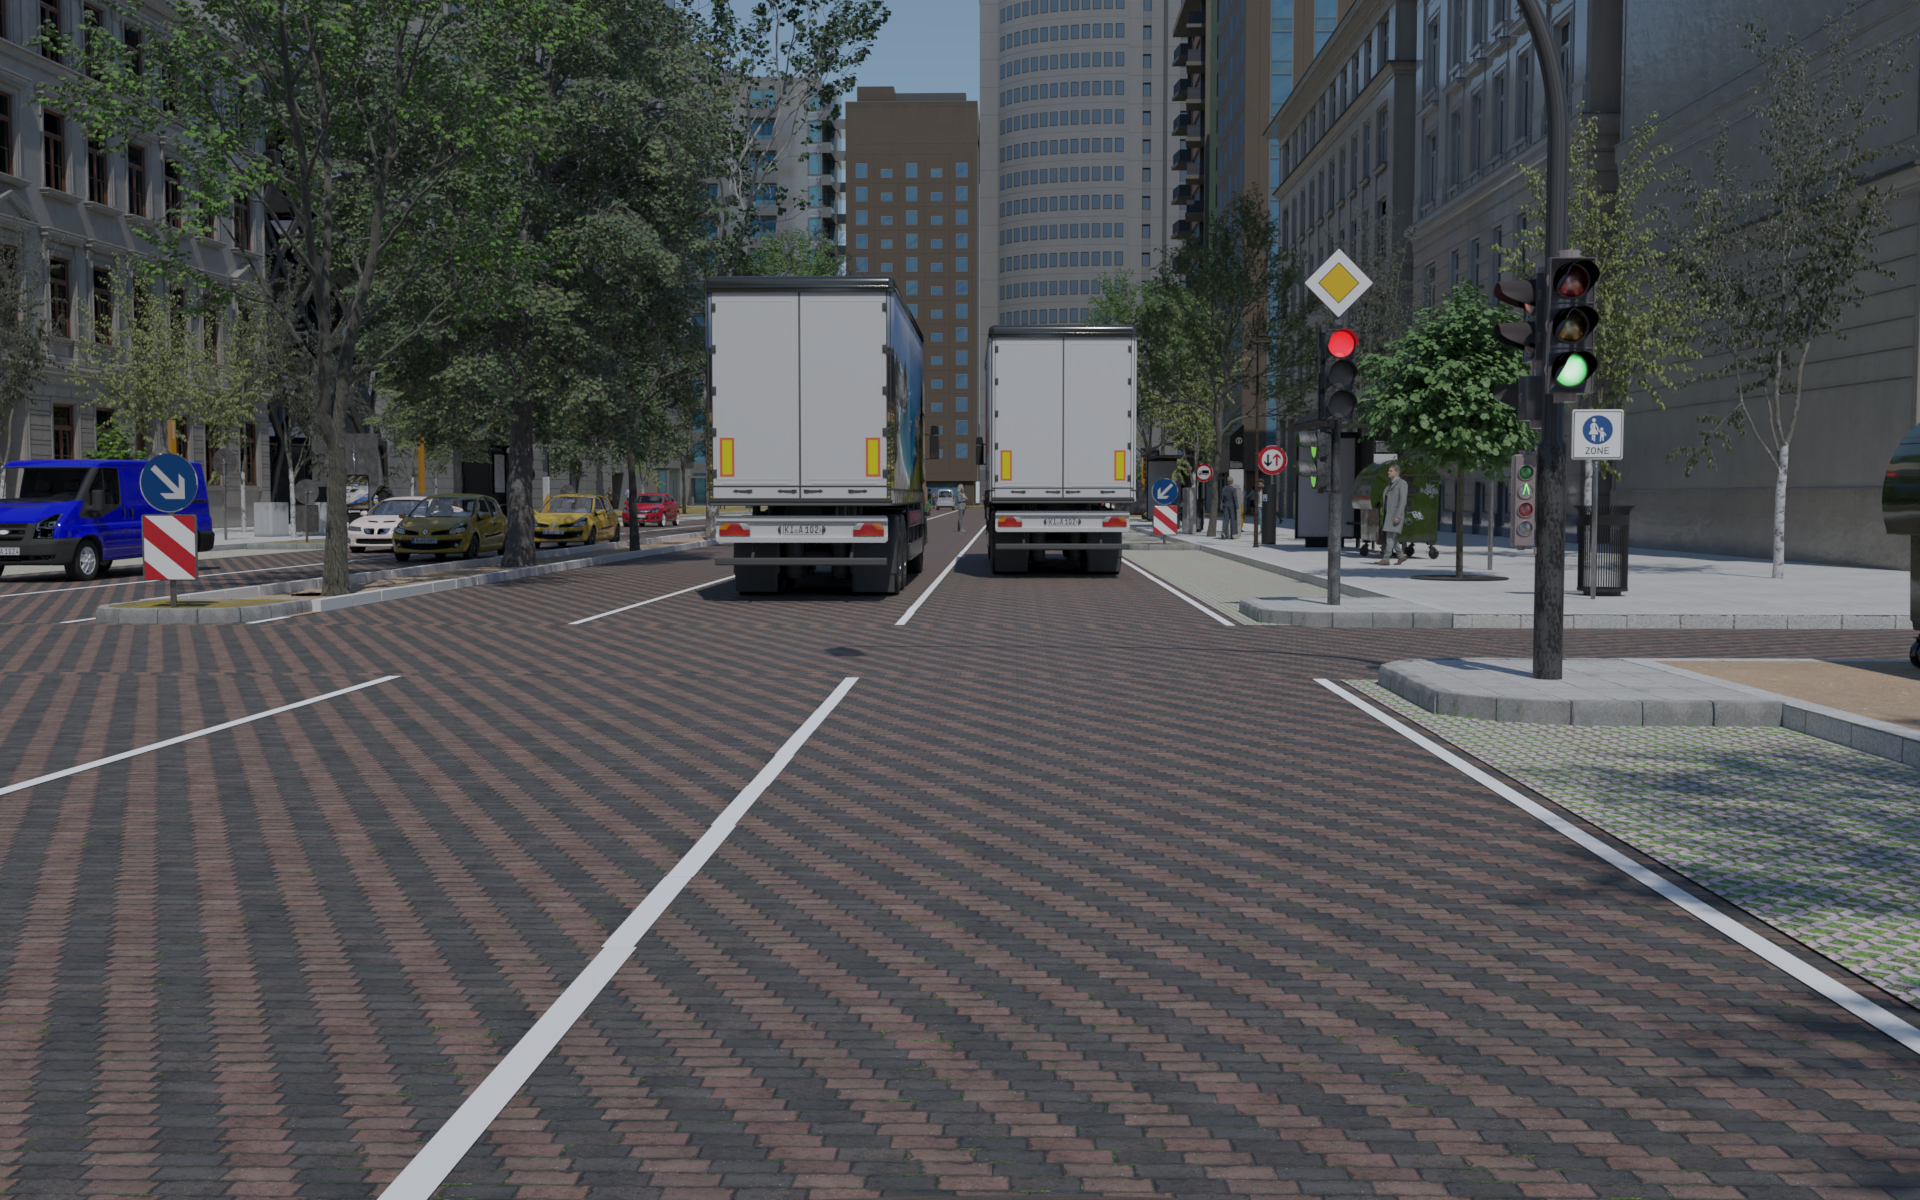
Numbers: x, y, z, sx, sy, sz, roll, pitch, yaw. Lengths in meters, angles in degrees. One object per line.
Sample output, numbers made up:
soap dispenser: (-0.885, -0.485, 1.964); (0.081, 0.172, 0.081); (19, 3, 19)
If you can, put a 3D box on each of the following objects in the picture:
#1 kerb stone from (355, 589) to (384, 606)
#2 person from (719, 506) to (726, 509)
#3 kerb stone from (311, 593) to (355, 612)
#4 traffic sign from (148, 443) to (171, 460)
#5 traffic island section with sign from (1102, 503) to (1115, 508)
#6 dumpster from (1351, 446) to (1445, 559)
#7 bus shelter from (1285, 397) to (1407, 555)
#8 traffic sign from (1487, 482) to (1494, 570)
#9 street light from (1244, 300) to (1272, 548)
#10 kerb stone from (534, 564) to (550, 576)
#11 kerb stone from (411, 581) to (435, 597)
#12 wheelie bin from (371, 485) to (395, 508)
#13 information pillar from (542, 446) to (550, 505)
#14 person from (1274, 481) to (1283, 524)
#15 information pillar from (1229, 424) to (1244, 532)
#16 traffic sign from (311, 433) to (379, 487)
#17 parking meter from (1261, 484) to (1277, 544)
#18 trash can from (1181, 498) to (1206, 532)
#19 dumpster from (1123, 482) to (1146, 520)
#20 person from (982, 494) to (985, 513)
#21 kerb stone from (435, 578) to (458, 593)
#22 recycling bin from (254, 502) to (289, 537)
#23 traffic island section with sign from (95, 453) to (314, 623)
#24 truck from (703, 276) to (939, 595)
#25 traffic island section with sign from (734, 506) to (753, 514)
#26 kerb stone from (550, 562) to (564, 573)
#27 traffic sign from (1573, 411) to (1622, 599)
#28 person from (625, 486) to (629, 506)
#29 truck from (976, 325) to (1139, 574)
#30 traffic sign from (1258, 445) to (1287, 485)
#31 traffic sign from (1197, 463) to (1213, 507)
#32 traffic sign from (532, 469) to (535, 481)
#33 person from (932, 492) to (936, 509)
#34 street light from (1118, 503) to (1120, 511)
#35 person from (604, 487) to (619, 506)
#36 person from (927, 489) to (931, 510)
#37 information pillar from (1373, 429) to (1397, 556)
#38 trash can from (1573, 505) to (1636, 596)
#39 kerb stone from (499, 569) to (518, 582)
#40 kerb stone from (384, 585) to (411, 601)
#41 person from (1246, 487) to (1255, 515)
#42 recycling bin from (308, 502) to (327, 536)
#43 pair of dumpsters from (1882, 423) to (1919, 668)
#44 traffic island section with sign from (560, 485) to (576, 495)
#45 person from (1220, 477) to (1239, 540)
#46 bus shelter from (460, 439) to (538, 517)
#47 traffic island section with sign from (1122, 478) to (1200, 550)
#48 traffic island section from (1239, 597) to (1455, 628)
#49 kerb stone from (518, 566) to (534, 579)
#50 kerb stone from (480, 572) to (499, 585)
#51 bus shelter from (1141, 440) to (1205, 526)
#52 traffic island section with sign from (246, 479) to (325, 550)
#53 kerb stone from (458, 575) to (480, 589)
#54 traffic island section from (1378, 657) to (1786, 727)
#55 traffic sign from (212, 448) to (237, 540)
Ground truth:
kerb stone: (-7.765, -0.017, 22.511); (0.120, 0.150, 1.000); (0, 4, 2)
person: (-20.081, -8.567, 146.671); (0.990, 1.755, 0.434); (-1, 4, -20)
kerb stone: (-7.789, 0.044, 21.483); (0.120, 0.150, 1.000); (0, 4, 2)
traffic sign: (-20.573, -2.746, 44.635); (0.795, 2.593, 0.064); (1, 4, 10)
traffic island section with sign: (5.957, -3.870, 71.902); (1.989, 1.847, 2.006); (0, 4, 2)
dumpster: (8.805, -1.977, 34.818); (1.502, 2.255, 1.985); (0, 4, 2)
bus shelter: (8.772, -2.761, 39.072); (2.014, 3.302, 5.546); (0, 4, 2)
traffic sign: (8.941, -1.776, 29.145); (0.768, 2.556, 0.104); (1, 4, 10)
street light: (7.097, -4.194, 41.362); (0.468, 5.910, 1.993); (0, 4, 2)
kerb stone: (-7.502, -0.520, 30.700); (0.120, 0.150, 1.000); (0, 4, 2)
kerb stone: (-7.706, -0.139, 24.560); (0.120, 0.150, 1.000); (0, 4, 2)
wheelie bin: (-20.550, -3.291, 61.717); (0.693, 1.594, 0.980); (0, 4, -1)
information pillar: (-19.955, -5.634, 83.468); (0.183, 3.616, 0.504); (-3, 5, -43)
person: (13.413, -4.149, 73.749); (0.748, 1.841, 0.638); (0, 4, 6)
information pillar: (9.290, -4.082, 58.103); (0.504, 3.616, 0.183); (2, 4, 26)
traffic sign: (-20.599, -3.924, 58.028); (2.265, 3.308, 0.079); (0, 4, 3)
parking meter: (7.884, -2.189, 44.202); (0.372, 1.533, 0.369); (0, 3, 0)
trash can: (7.942, -2.872, 58.603); (0.748, 1.137, 0.748); (0, 3, 0)
dumpster: (8.749, -4.944, 86.599); (1.264, 1.857, 1.865); (0, 4, 2)
person: (1.829, -7.172, 128.956); (0.628, 1.438, 0.799); (-1, 4, -17)
kerb stone: (-7.671, -0.204, 25.583); (0.120, 0.150, 1.000); (0, 4, 2)
recycling bin: (-20.788, -2.430, 52.282); (0.722, 1.027, 0.722); (2, 4, 24)
traffic island section with sign: (-8.871, -0.733, 20.120); (2.006, 1.907, 1.989); (0, 4, 2)
truck: (-1.922, -2.385, 27.902); (2.839, 4.237, 11.283); (0, 4, 1)
traffic island section with sign: (-14.893, -6.973, 122.630); (1.989, 1.847, 2.006); (0, 4, 2)
kerb stone: (-7.484, -0.580, 31.722); (0.120, 0.150, 1.000); (0, 4, 2)
traffic sign: (7.713, -1.156, 21.036); (0.606, 2.300, 0.079); (0, 4, 3)
person: (-22.283, -6.779, 116.744); (0.709, 1.838, 0.599); (-1, 4, -10)
truck: (1.741, -2.776, 34.306); (2.839, 4.237, 11.283); (0, 4, 0)
traffic sign: (8.175, -2.769, 45.386); (0.768, 2.556, 0.104); (1, 4, 9)
traffic sign: (10.104, -4.386, 71.817); (0.768, 2.556, 0.104); (1, 4, 10)
traffic sign: (-19.770, -4.832, 79.107); (0.768, 2.556, 0.104); (1, 4, 10)
person: (-2.493, -9.709, 168.712); (0.593, 1.643, 0.415); (3, 5, 43)
street light: (8.700, -7.452, 94.634); (0.468, 5.910, 1.993); (0, 4, 2)
person: (-23.107, -6.593, 114.562); (1.217, 1.735, 0.721); (-3, 5, -44)
person: (-2.436, -7.796, 135.601); (0.705, 1.869, 1.348); (-1, 4, -13)
information pillar: (8.821, -2.723, 35.875); (0.504, 3.616, 0.183); (0, 4, 2)
trash can: (8.127, -0.626, 21.887); (0.748, 1.137, 0.748); (0, 3, 0)
kerb stone: (-7.567, -0.395, 28.656); (0.120, 0.150, 1.000); (0, 4, 2)
kerb stone: (-7.729, -0.082, 23.532); (0.120, 0.150, 1.000); (0, 4, 2)
person: (17.645, -5.983, 104.645); (1.217, 1.735, 0.721); (-3, 5, -40)
recycling bin: (-19.693, -2.506, 53.524); (0.722, 1.027, 0.722); (2, 4, 35)
pair of dumpsters: (7.546, -0.499, 10.647); (1.574, 2.255, 4.437); (0, 4, 2)
traffic island section with sign: (-16.471, -3.901, 72.407); (1.989, 1.847, 2.006); (0, 4, 2)
person: (7.578, -2.577, 48.603); (0.576, 1.772, 0.534); (1, 4, 21)
bus shelter: (-20.052, -5.152, 75.524); (1.731, 3.624, 6.357); (0, 4, 2)
traffic island section with sign: (5.109, -2.202, 44.638); (1.989, 1.847, 2.006); (0, 4, 2)
traffic island section: (4.348, 0.136, 20.051); (2.009, 0.180, 2.903); (0, 4, 2)
kerb stone: (-7.541, -0.458, 29.678); (0.120, 0.150, 1.000); (0, 4, 2)
kerb stone: (-7.599, -0.333, 27.635); (0.120, 0.150, 1.000); (0, 4, 2)
bus shelter: (8.294, -4.530, 67.983); (2.014, 3.302, 5.546); (0, 4, 2)
traffic island section with sign: (-17.301, -2.245, 45.339); (1.989, 1.847, 2.006); (0, 4, 2)
kerb stone: (-7.635, -0.265, 26.609); (0.120, 0.150, 1.000); (0, 4, 2)
traffic island section: (4.100, 0.625, 12.070); (2.009, 0.180, 2.903); (0, 4, 2)
traffic sign: (-20.492, -2.946, 48.267); (0.768, 2.556, 0.104); (1, 4, 10)
